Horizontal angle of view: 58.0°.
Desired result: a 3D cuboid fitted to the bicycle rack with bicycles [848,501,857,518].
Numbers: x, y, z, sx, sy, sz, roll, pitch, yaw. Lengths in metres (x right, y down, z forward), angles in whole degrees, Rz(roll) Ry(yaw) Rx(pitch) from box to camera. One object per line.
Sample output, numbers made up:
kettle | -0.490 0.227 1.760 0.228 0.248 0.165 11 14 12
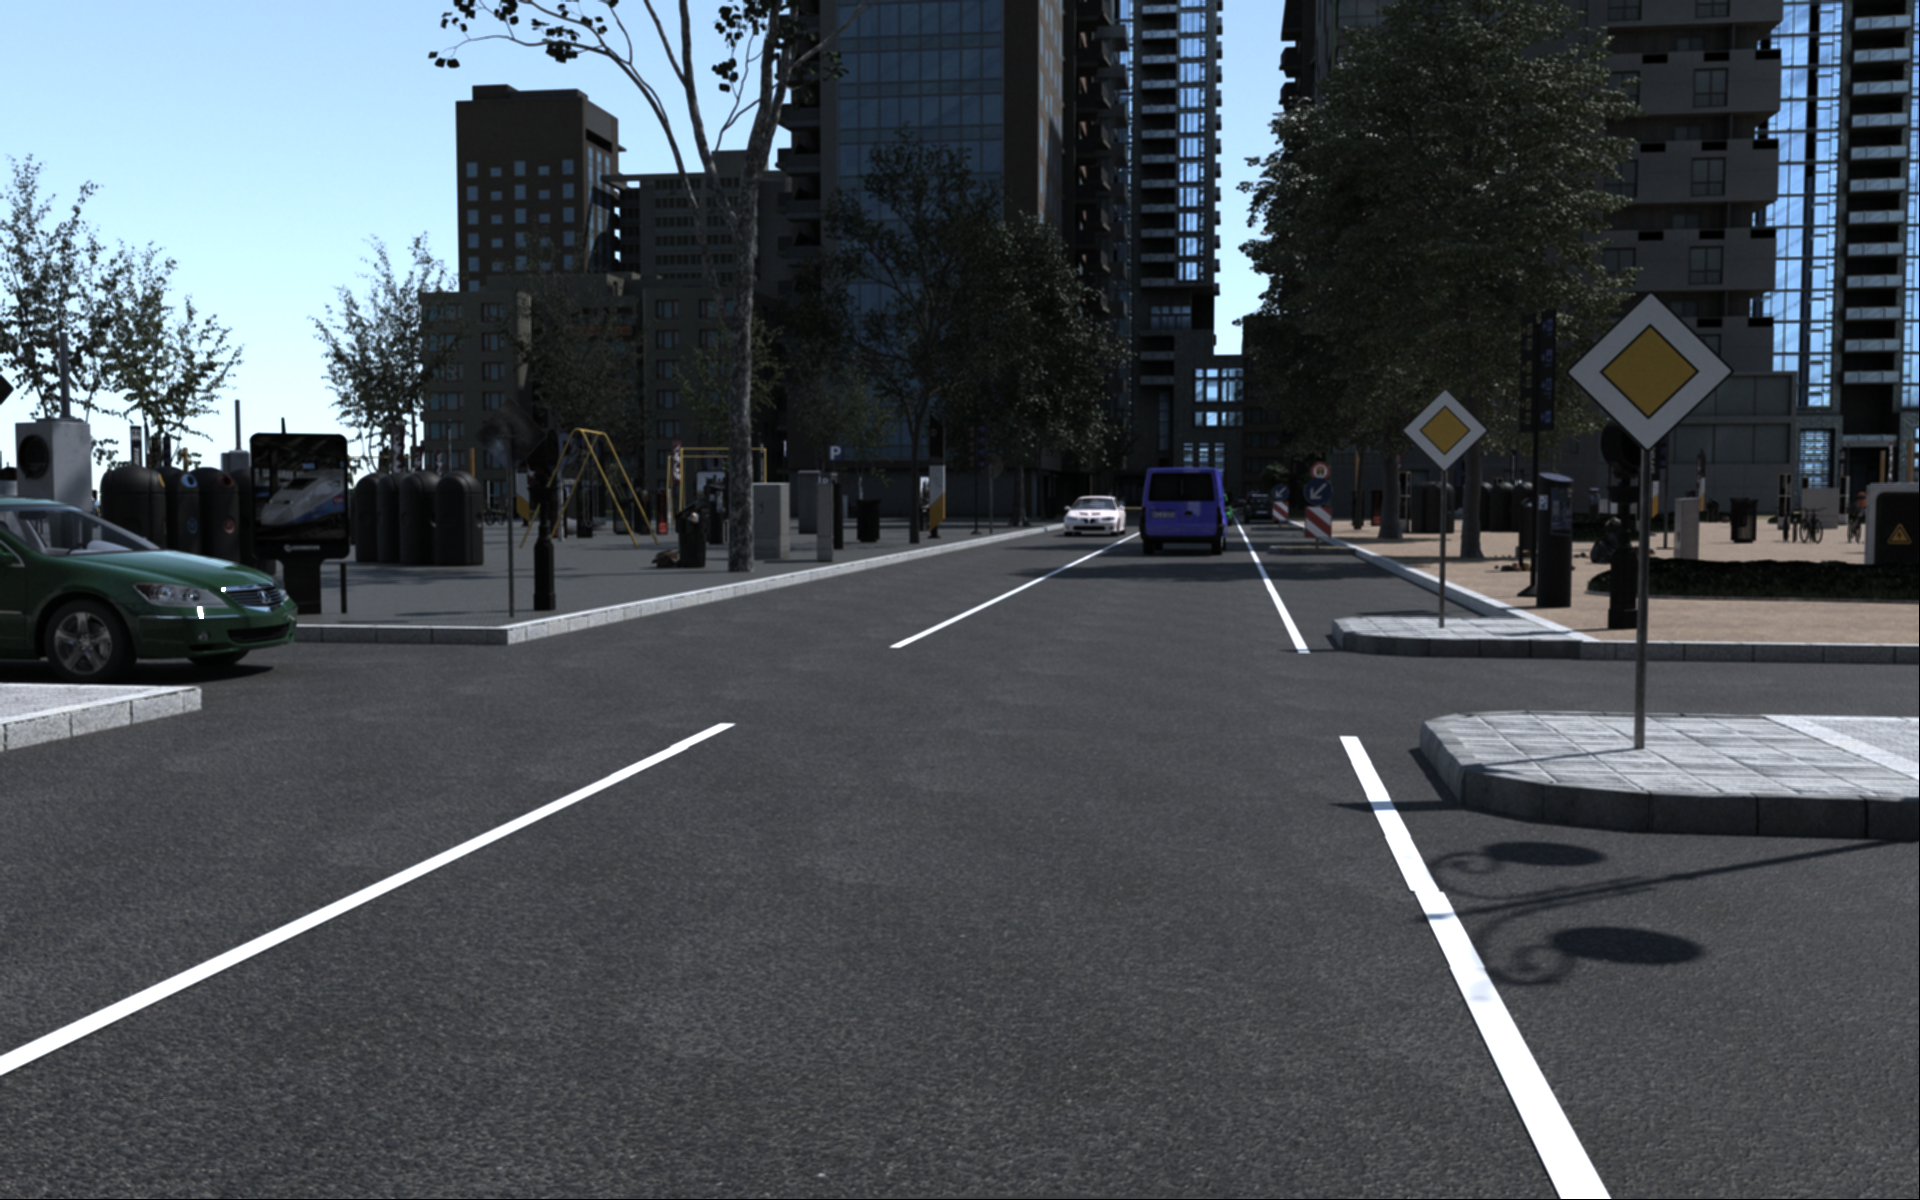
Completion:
bicycle rack with bicycles | -6.234 -4.844 92.583 2.925 0.926 2.852 1 4 12

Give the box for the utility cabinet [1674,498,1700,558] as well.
utility cabinet | 12.572 -1.152 29.996 0.306 1.237 1.020 1 4 16

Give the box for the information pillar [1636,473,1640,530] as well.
information pillar | 21.278 -3.025 53.959 0.304 2.012 0.304 3 5 44

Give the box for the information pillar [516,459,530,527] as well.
information pillar | -17.177 -4.693 68.083 0.504 3.616 0.183 -2 4 -24

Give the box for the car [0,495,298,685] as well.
car | -7.834 -0.138 14.047 4.920 1.459 2.131 1 4 10

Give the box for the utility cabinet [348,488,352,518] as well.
utility cabinet | -23.732 -3.688 68.976 1.173 1.500 0.318 -2 4 -28

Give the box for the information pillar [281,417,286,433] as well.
information pillar | -20.691 -3.775 53.074 0.183 3.616 0.504 -1 4 -16

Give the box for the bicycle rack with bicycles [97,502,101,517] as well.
bicycle rack with bicycles | -46.988 -4.913 93.711 2.852 0.926 2.925 -3 5 -41

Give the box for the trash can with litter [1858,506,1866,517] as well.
trash can with litter | 20.261 -1.631 38.054 1.055 1.170 0.624 -3 4 -39

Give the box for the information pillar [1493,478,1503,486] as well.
information pillar | 24.201 -4.493 77.957 0.304 2.012 0.304 -1 4 -16

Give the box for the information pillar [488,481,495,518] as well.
information pillar | -25.645 -5.522 94.774 0.304 2.012 0.304 -2 4 -26

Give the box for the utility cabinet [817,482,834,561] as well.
utility cabinet | -2.577 -1.503 33.246 0.318 1.500 1.173 0 4 -4

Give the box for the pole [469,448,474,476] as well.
pole | -21.537 -5.054 76.471 0.158 3.312 0.155 0 3 0

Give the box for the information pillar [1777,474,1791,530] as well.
information pillar | 29.629 -3.532 62.240 0.304 2.012 0.304 -2 4 -32

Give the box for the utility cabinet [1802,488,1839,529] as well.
utility cabinet | 31.400 -3.337 63.234 1.173 1.500 0.318 0 4 4

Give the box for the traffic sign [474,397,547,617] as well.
traffic sign | -4.667 -0.877 17.984 0.795 2.450 0.064 1 4 9

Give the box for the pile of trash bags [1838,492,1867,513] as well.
pile of trash bags | 40.844 -4.299 80.045 3.447 1.369 1.912 -2 4 -30

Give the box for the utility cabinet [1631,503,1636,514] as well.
utility cabinet | 33.884 -4.754 86.398 0.318 1.500 1.173 0 4 -4

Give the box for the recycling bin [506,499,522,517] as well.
recycling bin | -24.534 -5.079 95.588 0.722 1.027 0.722 2 4 24

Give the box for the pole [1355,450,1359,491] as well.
pole | 18.453 -5.296 80.431 0.158 3.312 0.155 0 3 0

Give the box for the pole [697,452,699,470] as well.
pole | -12.674 -5.533 84.309 0.158 3.312 0.155 0 3 0

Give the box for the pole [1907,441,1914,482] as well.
pole | 36.694 -4.469 66.904 0.158 3.312 0.155 0 3 0

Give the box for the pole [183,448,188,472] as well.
pole | -33.907 -5.018 75.893 0.158 3.312 0.155 0 3 0

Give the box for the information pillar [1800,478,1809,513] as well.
information pillar | 37.853 -4.475 77.663 0.304 2.012 0.304 1 4 16

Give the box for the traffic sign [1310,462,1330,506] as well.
traffic sign | 14.131 -4.149 67.947 0.768 2.556 0.104 1 4 18

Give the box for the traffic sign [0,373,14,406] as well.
traffic sign | -5.865 -0.394 10.089 0.795 2.450 0.064 1 4 9

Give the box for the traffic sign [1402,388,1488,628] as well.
traffic sign | 4.618 -0.790 16.560 0.795 2.450 0.064 1 4 9

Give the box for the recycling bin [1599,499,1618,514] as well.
recycling bin | 32.591 -4.556 87.043 0.722 1.027 0.722 -3 5 -39

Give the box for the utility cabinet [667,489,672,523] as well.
utility cabinet | -12.706 -4.025 74.491 0.318 1.500 1.173 0 4 7

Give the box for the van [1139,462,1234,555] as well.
van | 5.557 -2.332 42.507 2.240 2.365 5.245 1 4 10

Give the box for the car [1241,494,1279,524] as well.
car | 14.805 -4.595 84.906 2.009 1.686 4.222 1 4 10

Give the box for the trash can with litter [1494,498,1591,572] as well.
trash can with litter | 9.869 -1.111 29.222 1.678 1.210 2.233 3 5 44

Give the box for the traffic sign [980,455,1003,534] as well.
traffic sign | 1.006 -3.423 56.074 0.768 2.556 0.104 1 4 11

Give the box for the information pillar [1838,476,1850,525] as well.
information pillar | 36.533 -4.103 71.584 0.304 2.012 0.304 -3 5 -43

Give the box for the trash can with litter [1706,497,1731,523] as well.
trash can with litter | 34.150 -4.071 77.940 1.055 1.170 0.624 2 4 27

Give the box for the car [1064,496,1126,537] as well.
car | 4.715 -2.918 60.064 2.083 1.381 4.827 1 4 10

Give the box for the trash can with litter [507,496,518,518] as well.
trash can with litter | -23.730 -4.911 91.688 0.624 1.170 1.055 -3 4 -37

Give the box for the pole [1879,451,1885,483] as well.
pole | 43.294 -5.351 81.340 0.158 3.312 0.155 0 3 0

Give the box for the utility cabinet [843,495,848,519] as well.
utility cabinet | -6.172 -4.836 90.228 0.306 1.237 1.020 -2 4 -26

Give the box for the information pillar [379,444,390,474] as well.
information pillar | -27.100 -5.521 81.617 0.504 3.616 0.183 0 4 3

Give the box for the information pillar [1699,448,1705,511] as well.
information pillar | 37.473 -5.879 87.477 0.183 3.616 0.504 0 4 2

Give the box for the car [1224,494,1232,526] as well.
car | 11.526 -4.311 79.276 1.959 1.807 4.718 0 4 7

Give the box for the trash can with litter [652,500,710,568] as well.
trash can with litter | -4.908 -1.154 30.260 1.055 1.170 0.624 2 4 24

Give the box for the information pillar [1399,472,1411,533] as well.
information pillar | 14.646 -3.218 57.114 0.304 2.012 0.304 2 4 35

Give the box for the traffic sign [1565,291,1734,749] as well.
traffic sign | 3.420 -0.307 8.665 0.795 2.450 0.064 1 4 9

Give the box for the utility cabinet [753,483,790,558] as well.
utility cabinet | -3.921 -1.570 34.346 1.173 1.500 0.318 3 4 36

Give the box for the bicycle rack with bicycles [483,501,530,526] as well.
bicycle rack with bicycles | -19.864 -3.534 71.167 2.852 0.926 2.925 2 4 32

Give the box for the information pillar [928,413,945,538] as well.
information pillar | -0.675 -3.595 50.126 0.504 3.616 0.183 2 4 28

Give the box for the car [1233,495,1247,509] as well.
car | 26.854 -9.306 164.733 1.945 1.354 3.894 1 4 8

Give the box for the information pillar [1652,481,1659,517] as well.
information pillar | 25.894 -4.492 64.805 0.504 3.616 0.183 -1 4 -9
